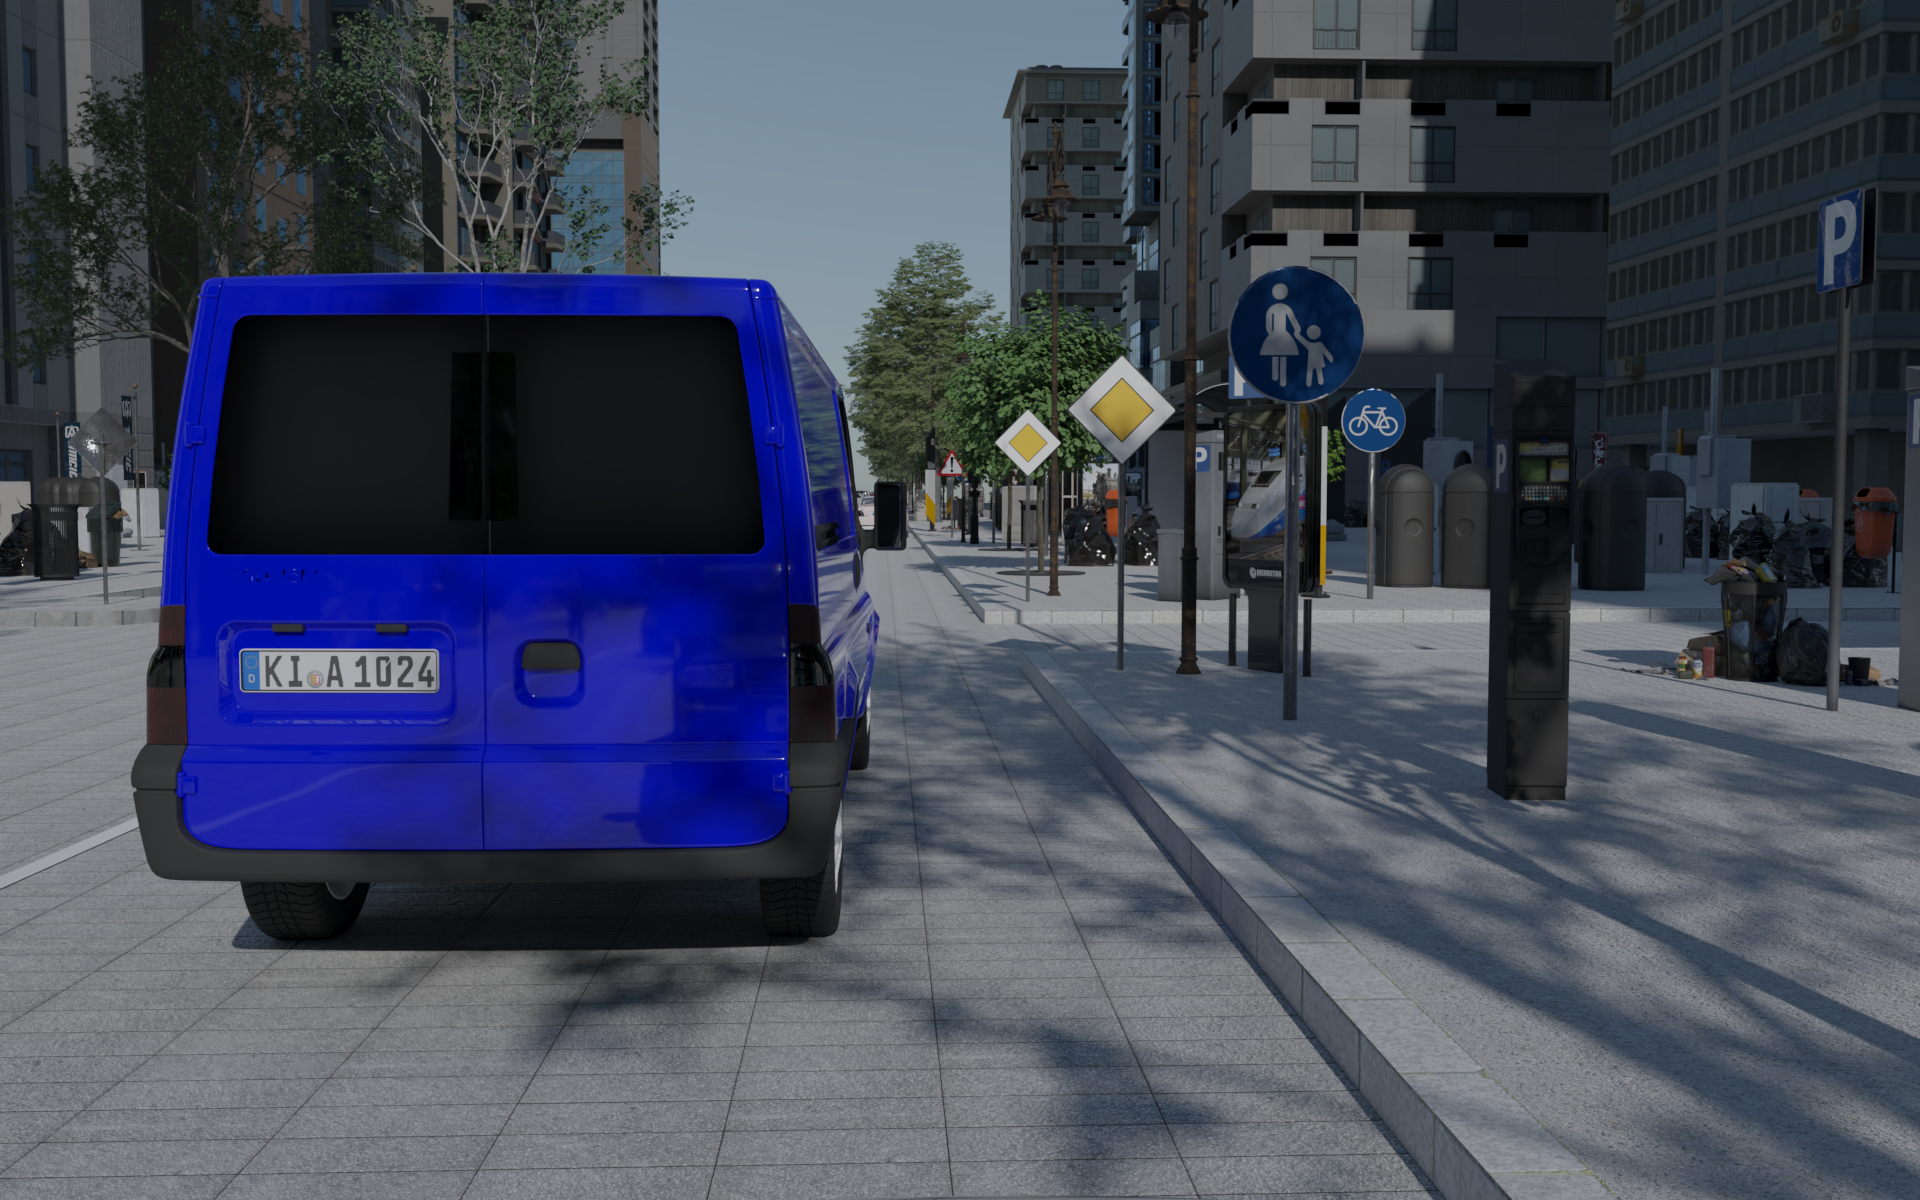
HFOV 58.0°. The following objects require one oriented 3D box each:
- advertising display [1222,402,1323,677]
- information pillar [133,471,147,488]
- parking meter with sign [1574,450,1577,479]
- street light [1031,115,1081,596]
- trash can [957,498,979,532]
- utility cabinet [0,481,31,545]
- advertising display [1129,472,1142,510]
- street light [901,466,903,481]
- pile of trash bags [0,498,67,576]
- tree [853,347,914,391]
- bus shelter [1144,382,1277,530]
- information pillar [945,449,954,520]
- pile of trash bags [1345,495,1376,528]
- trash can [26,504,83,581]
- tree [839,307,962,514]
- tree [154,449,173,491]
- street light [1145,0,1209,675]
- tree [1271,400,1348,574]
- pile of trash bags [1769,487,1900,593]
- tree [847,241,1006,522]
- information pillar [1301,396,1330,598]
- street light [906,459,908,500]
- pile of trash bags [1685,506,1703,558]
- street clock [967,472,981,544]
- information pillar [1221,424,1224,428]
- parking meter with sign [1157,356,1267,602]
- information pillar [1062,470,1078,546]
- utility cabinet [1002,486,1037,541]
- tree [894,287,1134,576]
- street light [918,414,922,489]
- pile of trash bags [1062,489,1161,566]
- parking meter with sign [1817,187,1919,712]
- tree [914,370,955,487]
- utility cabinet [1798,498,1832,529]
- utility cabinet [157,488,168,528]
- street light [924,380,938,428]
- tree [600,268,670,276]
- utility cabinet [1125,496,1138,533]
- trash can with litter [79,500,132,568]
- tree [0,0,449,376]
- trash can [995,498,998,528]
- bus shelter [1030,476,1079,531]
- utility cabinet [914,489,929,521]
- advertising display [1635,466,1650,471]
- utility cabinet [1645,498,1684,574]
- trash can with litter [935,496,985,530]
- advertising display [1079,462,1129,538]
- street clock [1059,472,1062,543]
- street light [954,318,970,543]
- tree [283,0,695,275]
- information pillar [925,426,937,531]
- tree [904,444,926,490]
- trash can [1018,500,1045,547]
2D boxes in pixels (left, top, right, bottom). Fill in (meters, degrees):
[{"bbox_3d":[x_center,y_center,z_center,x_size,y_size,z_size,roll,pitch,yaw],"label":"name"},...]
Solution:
[{"bbox_3d":[2.238,-0.446,12.499,0.123,1.923,0.974,-2,4,-29],"label":"advertising display"},{"bbox_3d":[-26.631,-3.167,56.275,0.304,2.012,0.304,3,5,41],"label":"information pillar"},{"bbox_3d":[23.276,-4.389,68.025,1.738,3.016,0.543,1,4,17],"label":"parking meter with sign"},{"bbox_3d":[1.184,-2.989,21.665,0.468,5.910,1.993,0,4,-3],"label":"street light"},{"bbox_3d":[0.264,-2.899,59.051,0.748,1.137,0.748,0,3,0],"label":"trash can"},{"bbox_3d":[-16.823,-1.312,30.133,1.173,1.500,0.318,-2,4,-29],"label":"utility cabinet"},{"bbox_3d":[4.723,-2.717,49.631,0.974,1.923,0.123,0,4,8],"label":"advertising display"},{"bbox_3d":[-5.679,-12.148,171.412,0.468,5.910,1.993,0,4,-3],"label":"street light"},{"bbox_3d":[-15.274,-1.062,27.112,1.912,1.369,3.447,-1,4,-10],"label":"pile of trash bags"},{"bbox_3d":[-6.199,-21.951,214.790,12.611,20.169,13.585,0,3,0],"label":"tree"},{"bbox_3d":[4.793,-2.455,34.059,2.014,3.302,5.546,0,4,-3],"label":"bus shelter"},{"bbox_3d":[-0.495,-5.767,85.646,0.183,3.616,0.504,-3,4,-39],"label":"information pillar"},{"bbox_3d":[14.510,-3.474,66.550,1.912,1.369,3.447,3,5,42],"label":"pile of trash bags"},{"bbox_3d":[-13.422,-0.860,25.714,0.748,1.137,0.748,0,3,0],"label":"trash can"},{"bbox_3d":[-2.765,-12.466,110.473,9.857,13.997,8.962,0,3,0],"label":"tree"},{"bbox_3d":[-28.321,-4.198,63.245,1.663,3.219,1.824,0,3,0],"label":"tree"},{"bbox_3d":[1.633,-2.410,12.199,0.468,5.910,1.993,0,4,-3],"label":"street light"},{"bbox_3d":[5.367,-2.036,27.890,1.663,3.219,1.824,0,3,0],"label":"tree"},{"bbox_3d":[11.928,-0.862,23.847,1.912,1.369,3.447,0,4,2],"label":"pile of trash bags"},{"bbox_3d":[-1.447,-9.806,78.463,7.486,12.596,7.792,0,3,0],"label":"tree"},{"bbox_3d":[4.369,-1.840,21.436,0.183,3.616,0.504,-2,4,-27],"label":"information pillar"},{"bbox_3d":[-3.346,-9.122,121.940,0.468,5.910,1.993,0,4,-3],"label":"street light"},{"bbox_3d":[15.594,-1.478,33.913,1.912,1.369,3.447,-1,4,-11],"label":"pile of trash bags"},{"bbox_3d":[0.372,-2.429,44.285,0.358,2.002,0.471,1,4,21],"label":"street clock"},{"bbox_3d":[7.509,-3.494,48.488,0.183,3.616,0.504,-3,4,-36],"label":"information pillar"},{"bbox_3d":[3.072,-1.521,21.137,0.543,3.016,1.738,3,5,41],"label":"parking meter with sign"},{"bbox_3d":[2.712,-2.343,42.800,0.304,2.012,0.304,2,4,27],"label":"information pillar"},{"bbox_3d":[1.665,-2.355,47.184,1.173,1.500,0.318,3,5,44],"label":"utility cabinet"},{"bbox_3d":[1.367,-2.693,27.737,4.285,4.588,4.351,0,3,0],"label":"tree"},{"bbox_3d":[-2.085,-7.429,94.250,0.468,5.910,1.993,0,4,-3],"label":"street light"},{"bbox_3d":[2.863,-1.375,32.241,1.912,1.369,3.447,0,4,5],"label":"pile of trash bags"},{"bbox_3d":[5.988,-0.848,10.130,1.738,3.016,0.543,0,4,2],"label":"parking meter with sign"},{"bbox_3d":[-1.397,-9.280,102.089,4.737,8.622,4.395,0,3,0],"label":"tree"},{"bbox_3d":[14.428,-1.119,29.456,0.306,1.237,1.020,0,4,-7],"label":"utility cabinet"},{"bbox_3d":[-30.109,-3.447,65.044,0.318,1.500,1.173,2,4,29],"label":"utility cabinet"},{"bbox_3d":[-1.120,-5.956,70.162,0.468,5.910,1.993,0,4,-3],"label":"street light"},{"bbox_3d":[-15.396,-9.457,80.377,9.928,11.665,9.643,0,3,0],"label":"tree"},{"bbox_3d":[4.484,-2.145,46.232,0.306,1.237,1.020,0,4,-6],"label":"utility cabinet"},{"bbox_3d":[-15.067,-1.156,30.291,0.624,1.170,1.055,1,4,11],"label":"trash can with litter"},{"bbox_3d":[-13.073,-5.857,30.179,7.601,10.594,8.767,0,4,8],"label":"tree"},{"bbox_3d":[1.580,-3.347,66.385,0.748,1.137,0.748,0,3,0],"label":"trash can"},{"bbox_3d":[3.322,-4.961,58.745,2.179,5.291,8.768,0,4,-2],"label":"bus shelter"},{"bbox_3d":[-1.561,-4.470,81.757,1.173,1.500,0.318,-2,4,-25],"label":"utility cabinet"},{"bbox_3d":[16.106,-2.166,40.628,0.974,1.923,0.123,-3,5,-41],"label":"advertising display"},{"bbox_3d":[11.228,-1.044,28.234,1.020,1.237,0.306,2,4,26],"label":"utility cabinet"},{"bbox_3d":[-0.132,-3.161,62.739,1.678,1.210,2.233,-1,4,-15],"label":"trash can with litter"},{"bbox_3d":[2.826,-1.782,34.342,0.974,1.923,0.123,-1,4,-20],"label":"advertising display"},{"bbox_3d":[2.742,-2.475,45.044,0.471,2.002,0.358,0,4,8],"label":"street clock"},{"bbox_3d":[0.086,-4.462,45.747,0.468,5.910,1.993,0,4,-3],"label":"street light"},{"bbox_3d":[-14.574,-12.161,54.721,12.611,20.169,13.585,0,3,0],"label":"tree"},{"bbox_3d":[-1.007,-4.159,59.362,0.183,3.616,0.504,2,4,33],"label":"information pillar"},{"bbox_3d":[-2.692,-10.748,126.094,4.360,8.622,3.978,0,3,0],"label":"tree"},{"bbox_3d":[1.777,-1.859,42.045,0.748,1.137,0.748,0,3,0],"label":"trash can"}]
